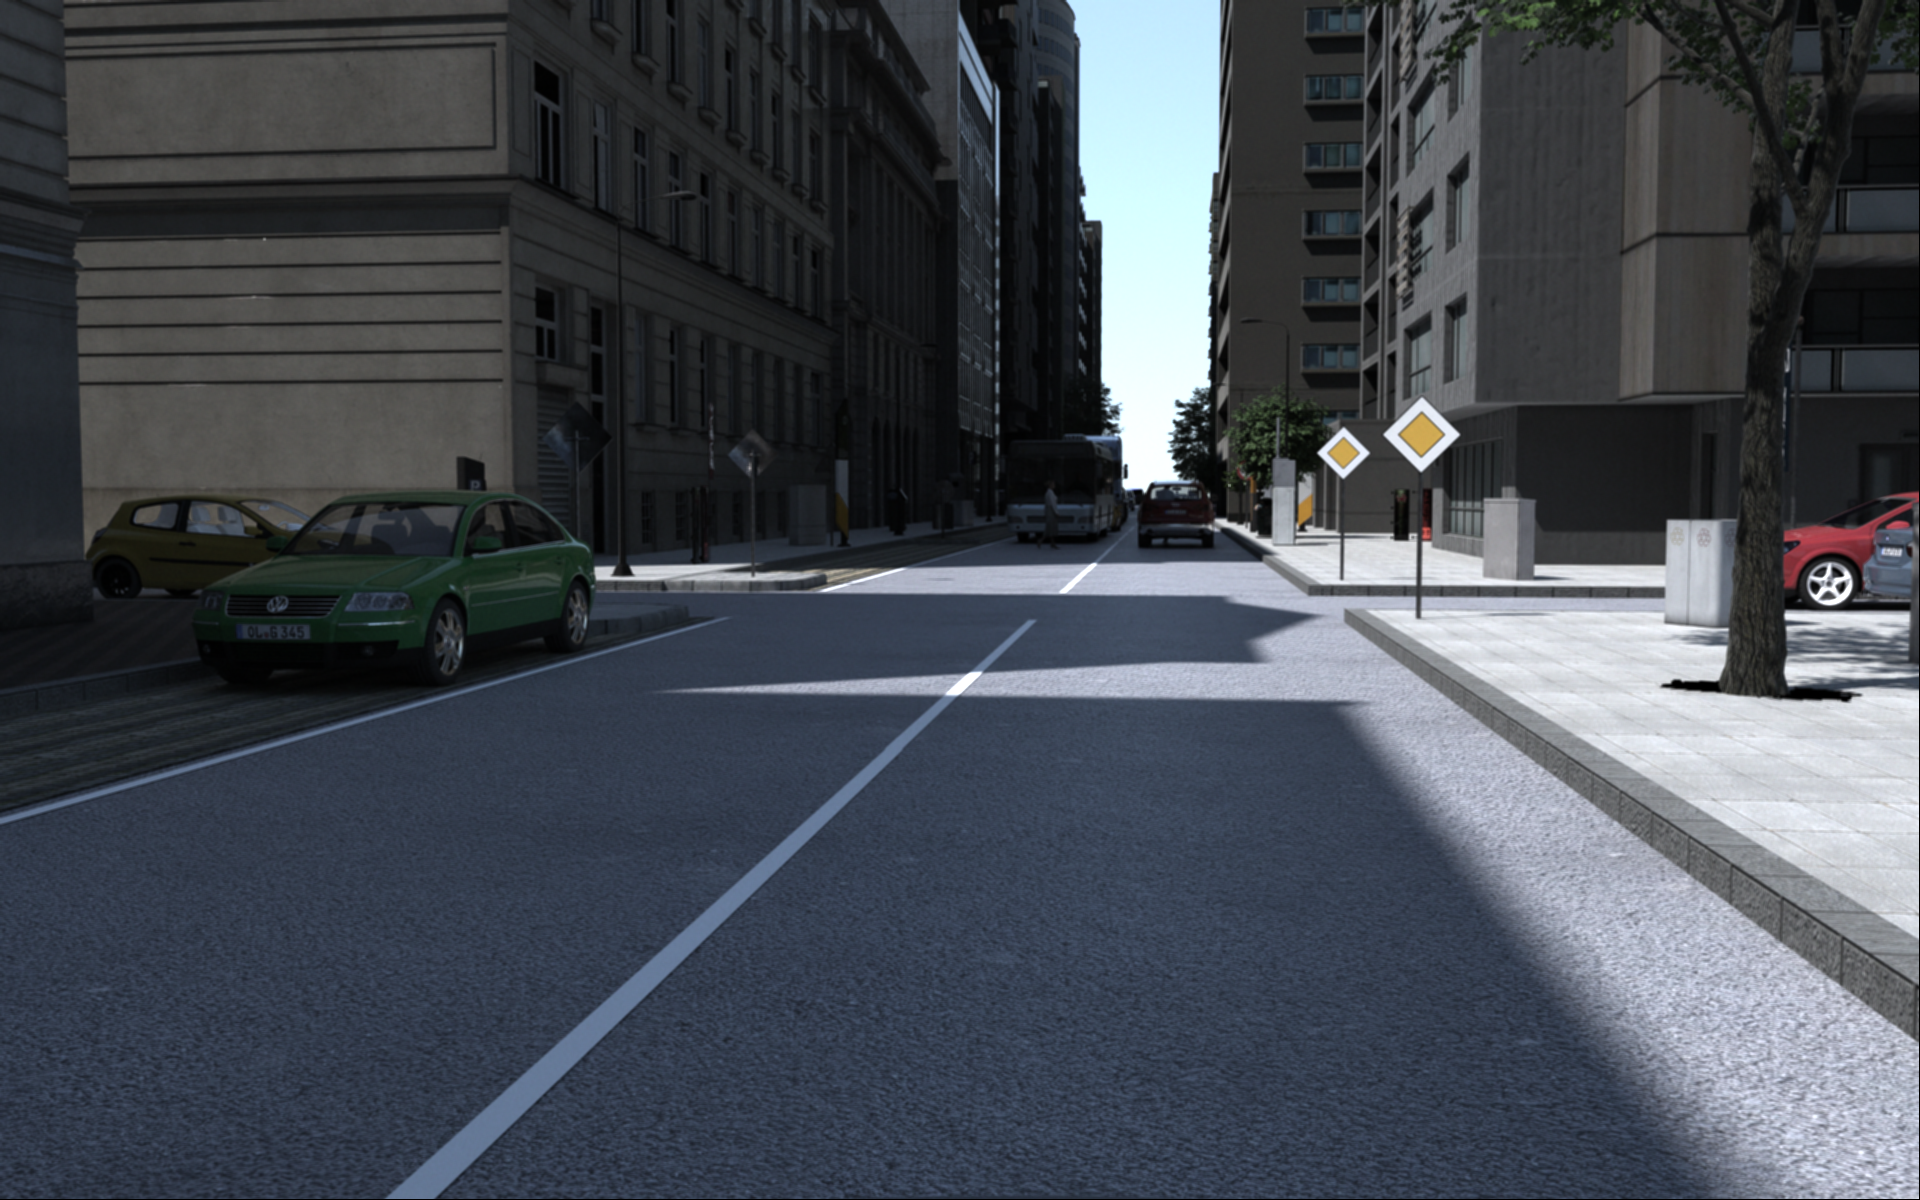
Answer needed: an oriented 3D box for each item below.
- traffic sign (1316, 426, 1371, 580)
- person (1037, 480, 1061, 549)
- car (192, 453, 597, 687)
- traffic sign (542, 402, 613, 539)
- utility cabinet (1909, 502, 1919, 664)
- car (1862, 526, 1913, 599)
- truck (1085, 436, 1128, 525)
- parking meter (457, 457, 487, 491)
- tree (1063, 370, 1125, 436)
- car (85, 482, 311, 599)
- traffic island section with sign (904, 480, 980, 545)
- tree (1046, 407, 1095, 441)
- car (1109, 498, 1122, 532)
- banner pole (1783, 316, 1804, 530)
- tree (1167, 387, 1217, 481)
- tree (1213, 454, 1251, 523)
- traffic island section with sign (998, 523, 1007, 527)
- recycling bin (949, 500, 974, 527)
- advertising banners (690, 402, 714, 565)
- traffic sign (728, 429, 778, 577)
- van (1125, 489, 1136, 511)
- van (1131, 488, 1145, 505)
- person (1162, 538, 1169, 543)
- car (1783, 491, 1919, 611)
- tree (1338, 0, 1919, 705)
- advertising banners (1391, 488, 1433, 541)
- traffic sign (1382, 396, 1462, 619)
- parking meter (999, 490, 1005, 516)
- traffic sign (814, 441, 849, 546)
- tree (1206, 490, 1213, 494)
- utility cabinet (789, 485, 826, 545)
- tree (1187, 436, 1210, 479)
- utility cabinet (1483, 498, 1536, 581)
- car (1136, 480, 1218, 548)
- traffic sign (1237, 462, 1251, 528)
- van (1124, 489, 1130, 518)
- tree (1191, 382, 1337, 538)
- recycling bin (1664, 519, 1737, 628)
[{"bbox_3d":[5.674,-1.348,25.688,0.795,2.450,0.064,0,4,7],"label":"traffic sign"},{"bbox_3d":[2.301,-2.225,45.108,0.641,1.798,0.478,0,4,4],"label":"person"},{"bbox_3d":[-4.480,-0.338,14.327,1.959,1.807,4.718,0,4,7],"label":"car"},{"bbox_3d":[-4.162,-0.930,18.851,0.795,2.450,0.064,0,4,7],"label":"traffic sign"},{"bbox_3d":[7.742,-0.119,13.104,1.020,1.237,0.306,-1,4,-10],"label":"utility cabinet"},{"bbox_3d":[12.689,-0.457,19.468,4.499,1.417,2.014,0,4,6],"label":"car"},{"bbox_3d":[6.932,-5.865,85.649,2.967,4.110,18.799,0,4,6],"label":"truck"},{"bbox_3d":[-7.680,-1.318,27.268,0.255,1.863,0.399,3,5,43],"label":"parking meter"},{"bbox_3d":[12.108,-16.603,178.111,9.857,13.997,8.962,0,3,0],"label":"tree"},{"bbox_3d":[-9.798,-0.827,23.747,3.980,1.641,2.015,0,4,6],"label":"car"},{"bbox_3d":[-0.476,-2.504,49.574,1.989,1.847,2.006,0,4,7],"label":"traffic island section with sign"},{"bbox_3d":[9.406,-11.981,146.243,4.737,8.622,4.395,0,3,0],"label":"tree"},{"bbox_3d":[5.278,-3.460,66.795,2.015,1.641,3.980,1,4,9],"label":"car"},{"bbox_3d":[11.774,-2.120,24.681,0.401,3.779,0.863,0,4,-5],"label":"banner pole"},{"bbox_3d":[25.359,-16.170,182.509,7.486,12.596,7.792,0,3,0],"label":"tree"},{"bbox_3d":[12.628,-5.130,78.471,1.663,3.219,1.824,0,3,0],"label":"tree"},{"bbox_3d":[2.764,-4.141,76.335,1.989,1.847,2.006,0,4,7],"label":"traffic island section with sign"},{"bbox_3d":[0.061,-3.442,68.835,0.722,1.027,0.722,3,5,40],"label":"recycling bin"},{"bbox_3d":[-4.787,-2.212,32.360,0.090,3.025,2.074,0,4,3],"label":"advertising banners"},{"bbox_3d":[-3.203,-1.415,26.779,0.795,2.450,0.064,0,4,7],"label":"traffic sign"},{"bbox_3d":[14.116,-8.655,148.526,2.013,2.044,4.112,0,4,7],"label":"van"},{"bbox_3d":[18.934,-11.175,187.099,2.240,2.365,5.245,0,4,8],"label":"van"},{"bbox_3d":[6.126,-2.621,51.218,0.638,1.841,0.748,2,4,30],"label":"person"},{"bbox_3d":[12.036,-0.784,21.862,4.494,1.783,2.155,0,4,7],"label":"car"},{"bbox_3d":[5.282,-5.198,10.750,9.928,11.665,9.643,0,3,0],"label":"tree"},{"bbox_3d":[12.626,-3.106,46.977,0.090,3.025,2.074,-3,5,-43],"label":"advertising banners"},{"bbox_3d":[4.715,-0.863,17.760,0.795,2.450,0.064,0,4,7],"label":"traffic sign"},{"bbox_3d":[2.453,-5.682,101.308,0.372,1.533,0.369,0,3,0],"label":"parking meter"},{"bbox_3d":[-3.159,-2.608,42.640,0.884,2.594,0.081,1,4,10],"label":"traffic sign"},{"bbox_3d":[20.504,-8.739,137.483,1.663,3.219,1.824,0,3,0],"label":"tree"},{"bbox_3d":[-3.828,-2.125,43.421,0.318,1.500,1.173,2,4,31],"label":"utility cabinet"},{"bbox_3d":[29.133,-15.898,210.286,4.737,8.622,4.395,0,3,0],"label":"tree"},{"bbox_3d":[8.286,-0.916,26.132,0.306,1.237,1.020,-1,4,-12],"label":"utility cabinet"},{"bbox_3d":[5.976,-2.393,47.797,2.281,1.827,5.304,0,4,8],"label":"car"},{"bbox_3d":[10.721,-3.951,64.700,0.768,2.556,0.104,1,4,11],"label":"traffic sign"},{"bbox_3d":[9.289,-5.968,104.590,2.013,2.044,4.112,0,4,7],"label":"van"},{"bbox_3d":[9.324,-4.095,50.670,4.285,4.588,4.351,0,3,0],"label":"tree"},{"bbox_3d":[7.428,-0.269,16.951,0.722,1.027,0.722,-1,4,-19],"label":"recycling bin"}]
